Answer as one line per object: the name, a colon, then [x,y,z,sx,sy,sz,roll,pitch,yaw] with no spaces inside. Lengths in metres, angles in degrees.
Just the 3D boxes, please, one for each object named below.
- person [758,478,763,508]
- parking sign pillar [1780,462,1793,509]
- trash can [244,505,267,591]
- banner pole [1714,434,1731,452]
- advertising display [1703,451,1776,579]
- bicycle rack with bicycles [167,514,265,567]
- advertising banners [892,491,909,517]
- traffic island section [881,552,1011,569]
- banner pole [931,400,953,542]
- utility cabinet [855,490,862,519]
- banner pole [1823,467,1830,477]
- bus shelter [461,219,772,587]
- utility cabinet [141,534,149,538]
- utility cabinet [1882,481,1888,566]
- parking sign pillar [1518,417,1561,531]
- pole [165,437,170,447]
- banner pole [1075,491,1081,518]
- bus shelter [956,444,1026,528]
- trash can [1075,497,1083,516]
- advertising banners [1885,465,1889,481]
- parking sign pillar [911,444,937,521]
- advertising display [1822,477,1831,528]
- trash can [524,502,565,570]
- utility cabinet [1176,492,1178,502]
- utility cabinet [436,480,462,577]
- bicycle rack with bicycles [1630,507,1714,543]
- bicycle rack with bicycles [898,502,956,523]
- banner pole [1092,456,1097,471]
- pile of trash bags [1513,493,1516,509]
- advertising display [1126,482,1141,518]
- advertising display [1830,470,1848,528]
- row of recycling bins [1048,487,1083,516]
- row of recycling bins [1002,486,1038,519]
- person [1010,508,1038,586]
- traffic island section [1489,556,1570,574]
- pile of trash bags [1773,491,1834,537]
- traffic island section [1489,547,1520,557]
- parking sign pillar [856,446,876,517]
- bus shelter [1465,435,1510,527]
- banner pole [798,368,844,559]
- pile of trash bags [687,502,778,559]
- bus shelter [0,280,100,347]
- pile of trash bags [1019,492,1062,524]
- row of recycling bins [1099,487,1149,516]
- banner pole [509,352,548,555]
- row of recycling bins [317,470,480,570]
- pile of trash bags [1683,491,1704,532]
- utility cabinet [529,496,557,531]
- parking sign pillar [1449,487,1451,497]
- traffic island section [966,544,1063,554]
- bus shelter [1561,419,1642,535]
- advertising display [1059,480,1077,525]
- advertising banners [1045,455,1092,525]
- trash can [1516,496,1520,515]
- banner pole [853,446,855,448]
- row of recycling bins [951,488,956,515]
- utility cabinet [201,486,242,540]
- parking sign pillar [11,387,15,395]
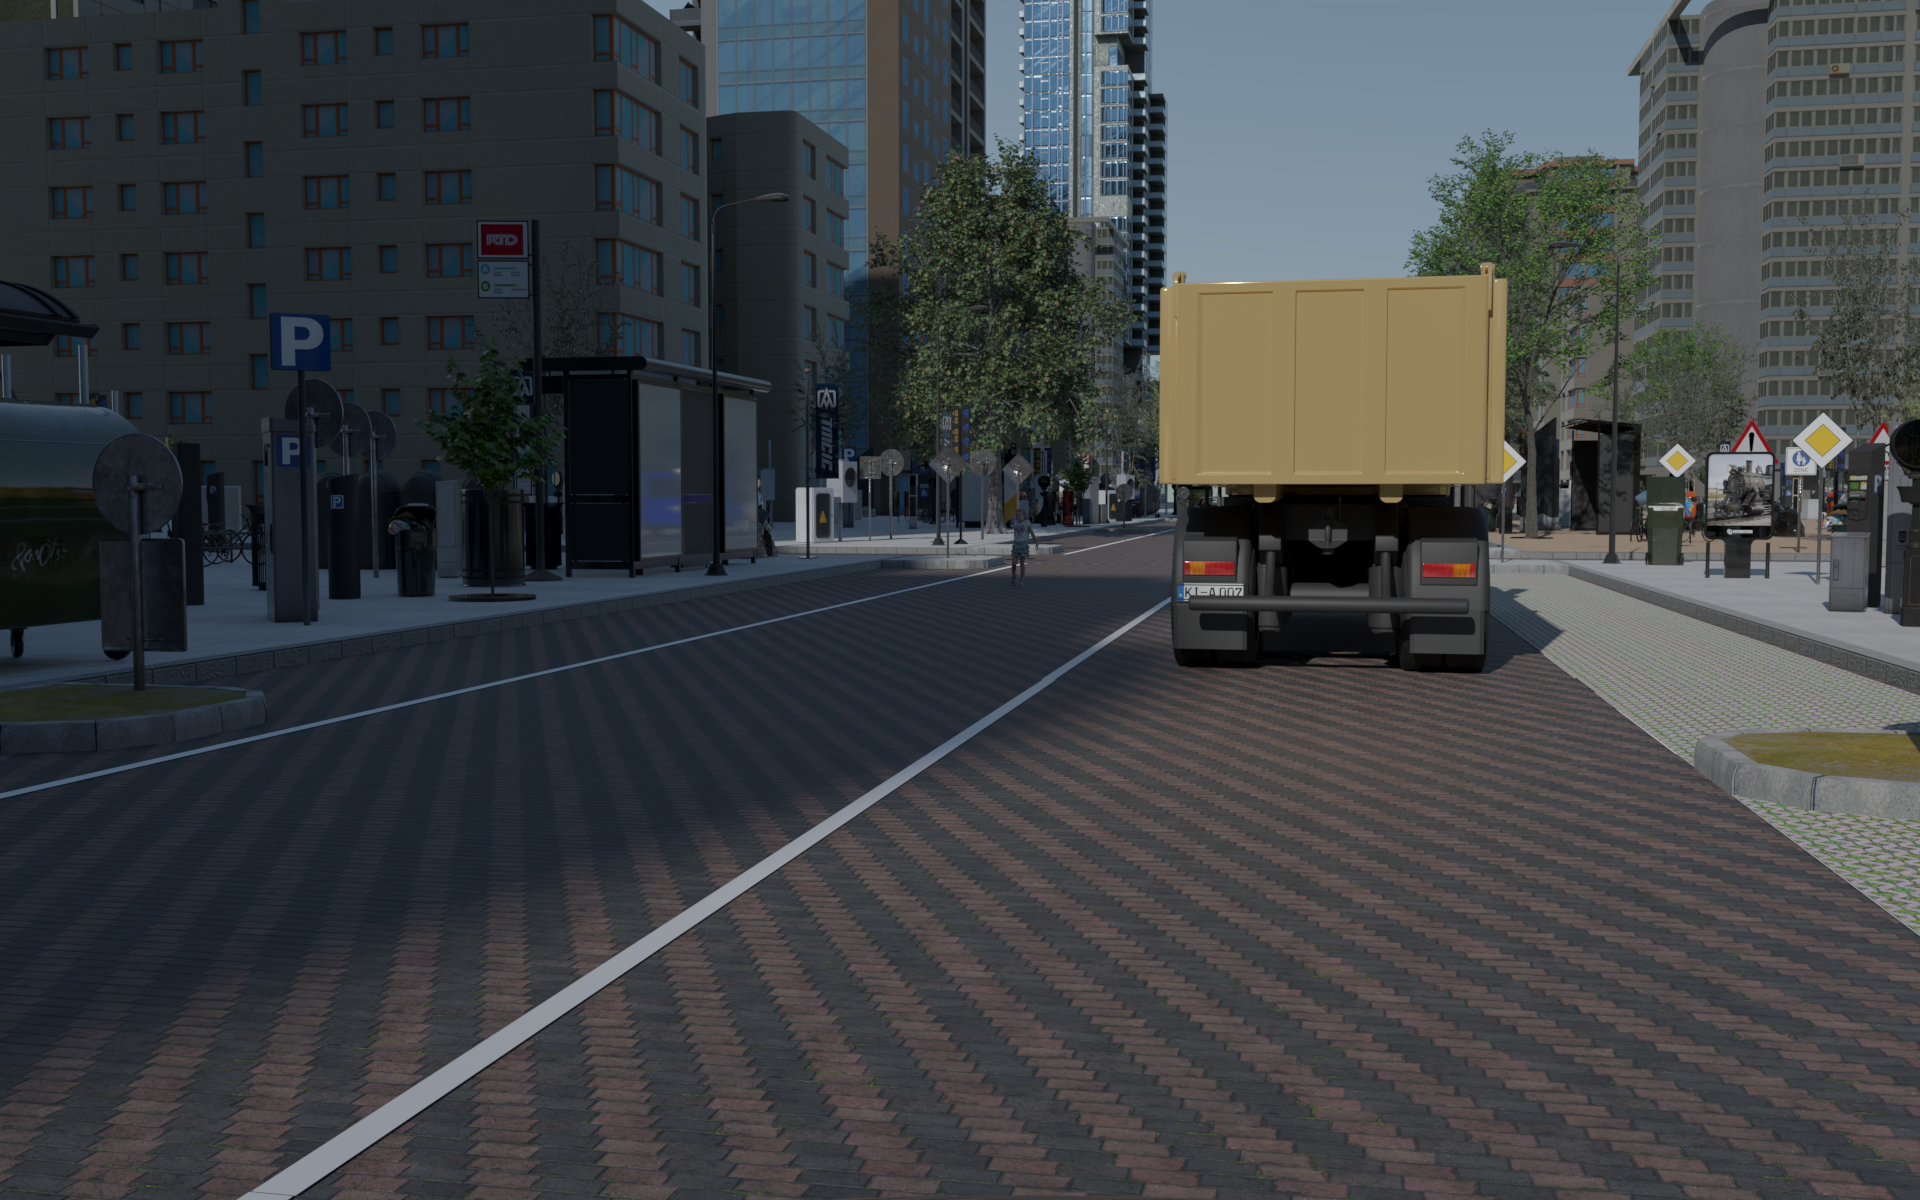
person: [-4.953,-2.032,41.741,0.654,1.822,0.581,1,4,11]
parking sign pillar: [50.671,-7.200,106.186,1.447,3.967,1.447,1,4,12]
trash can: [-9.151,-0.704,23.161,0.748,1.137,0.748,0,3,0]
banner pole: [31.766,-5.037,72.364,0.401,3.779,0.863,-3,5,-41]
advertising display: [11.848,-1.293,26.357,0.974,1.923,0.123,1,4,14]
bicycle rack with bicycles: [-13.514,-1.075,30.957,2.852,0.926,2.925,2,4,35]
advertising banners: [-2.987,-6.292,99.068,2.074,3.025,0.090,-1,4,-17]
traffic island section: [-0.264,-0.760,34.714,2.009,0.180,2.903,1,4,12]
banner pole: [-0.443,-3.428,46.062,0.401,3.779,0.863,3,4,37]
utility cabinet: [-5.078,-4.793,87.039,0.318,1.500,1.173,0,4,-1]
banner pole: [38.235,-5.287,76.466,0.863,3.779,0.401,-3,4,-38]
bus shelter: [-5.455,-3.074,27.899,2.179,5.291,8.768,1,4,12]
utility cabinet: [-9.738,-0.547,20.099,0.306,1.237,1.020,0,4,-6]
utility cabinet: [16.321,-1.335,30.510,1.173,1.500,0.318,-3,4,-36]
parking sign pillar: [20.597,-4.465,61.481,1.447,3.967,1.447,-3,5,-39]
pole: [-28.285,-4.169,61.999,0.158,3.312,0.155,0,3,0]
banner pole: [6.588,-6.421,95.000,0.401,3.779,0.863,2,4,33]
bus shelter: [1.105,-4.516,67.764,2.014,3.302,5.546,1,4,12]
trash can: [7.056,-5.498,101.538,0.748,1.137,0.748,0,3,0]
advertising banners: [36.910,-4.538,70.377,0.090,3.025,2.074,-3,5,-40]
parking sign pillar: [-1.747,-5.839,83.938,1.447,3.967,1.447,0,4,-2]
advertising display: [33.183,-3.716,65.972,0.974,1.923,0.123,-2,4,-27]
trash can: [-7.113,-1.096,29.571,0.748,1.137,0.748,0,3,0]
utility cabinet: [14.768,-6.485,114.712,1.173,1.500,0.318,-1,4,-15]
utility cabinet: [-7.948,-1.118,26.951,0.318,1.500,1.173,-1,4,-11]
bicycle rack with bicycles: [19.147,-2.030,46.567,2.925,0.926,2.852,-2,4,-33]
bicycle rack with bicycles: [-1.324,-3.946,77.900,2.925,0.926,2.852,-3,5,-40]
banner pole: [8.881,-7.600,114.269,0.401,3.779,0.863,-1,4,-19]
pile of trash bags: [27.629,-4.951,90.707,3.447,1.369,1.912,-1,4,-22]
advertising display: [9.140,-5.308,92.000,0.974,1.923,0.123,1,4,16]
advertising display: [24.208,-2.570,47.226,0.974,1.923,0.123,-2,4,-25]
row of recycling bins: [5.749,-5.916,103.831,3.534,1.692,1.069,2,4,32]
row of recycling bins: [1.834,-4.709,84.105,3.534,1.692,1.069,0,4,-4]
person: [1.005,-0.827,27.029,0.505,1.210,0.382,1,4,23]
traffic island section: [10.192,-0.624,32.485,2.009,0.180,2.903,1,4,12]
pile of trash bags: [24.972,-2.605,52.349,3.447,1.369,1.912,1,4,10]
traffic island section: [11.859,-1.102,40.295,2.009,0.180,2.903,1,4,12]
parking sign pillar: [-5.422,-6.634,96.943,1.447,3.967,1.447,1,4,12]
bus shelter: [20.314,-4.664,67.543,1.731,3.624,6.357,1,4,12]
banner pole: [-2.800,-2.717,34.440,0.863,3.779,0.401,0,4,2]
pile of trash bags: [-5.392,-1.577,35.530,3.447,1.369,1.912,1,4,21]
bus shelter: [-9.730,-1.229,14.017,2.014,3.302,5.546,1,4,12]
pile of trash bags: [3.201,-3.961,74.507,1.912,1.369,3.447,2,4,24]
row of recycling bins: [9.172,-5.705,100.394,3.534,1.692,1.069,0,4,0]
banner pole: [-7.568,-2.485,30.648,0.863,3.779,0.401,0,4,-1]
row of recycling bins: [-9.464,-1.377,29.634,3.534,1.692,1.069,1,4,10]
pile of trash bags: [25.350,-3.096,60.377,1.912,1.369,3.447,1,4,17]
utility cabinet: [-13.704,-2.808,57.067,0.306,1.237,1.020,2,4,35]
parking sign pillar: [29.676,-7.139,105.197,1.447,3.967,1.447,0,4,-2]
traffic island section: [1.404,-1.238,42.524,2.009,0.180,2.903,1,4,12]
bus shelter: [21.071,-4.024,57.067,1.731,3.624,6.357,1,4,12]
advertising display: [4.524,-4.099,72.238,0.974,1.923,0.123,3,5,42]
advertising banners: [4.410,-4.573,70.949,2.074,3.025,0.090,1,4,15]
trash can: [34.150,-5.728,105.312,0.748,1.137,0.748,0,3,0]
banner pole: [-5.141,-5.449,79.111,0.863,3.779,0.401,1,4,22]
row of recycling bins: [1.101,-6.037,105.818,3.534,1.692,1.069,-1,4,-22]
utility cabinet: [-20.325,-2.369,47.412,1.173,1.500,0.318,-1,4,-11]
parking sign pillar: [-20.683,-3.000,37.521,1.447,3.967,1.447,3,5,43]
